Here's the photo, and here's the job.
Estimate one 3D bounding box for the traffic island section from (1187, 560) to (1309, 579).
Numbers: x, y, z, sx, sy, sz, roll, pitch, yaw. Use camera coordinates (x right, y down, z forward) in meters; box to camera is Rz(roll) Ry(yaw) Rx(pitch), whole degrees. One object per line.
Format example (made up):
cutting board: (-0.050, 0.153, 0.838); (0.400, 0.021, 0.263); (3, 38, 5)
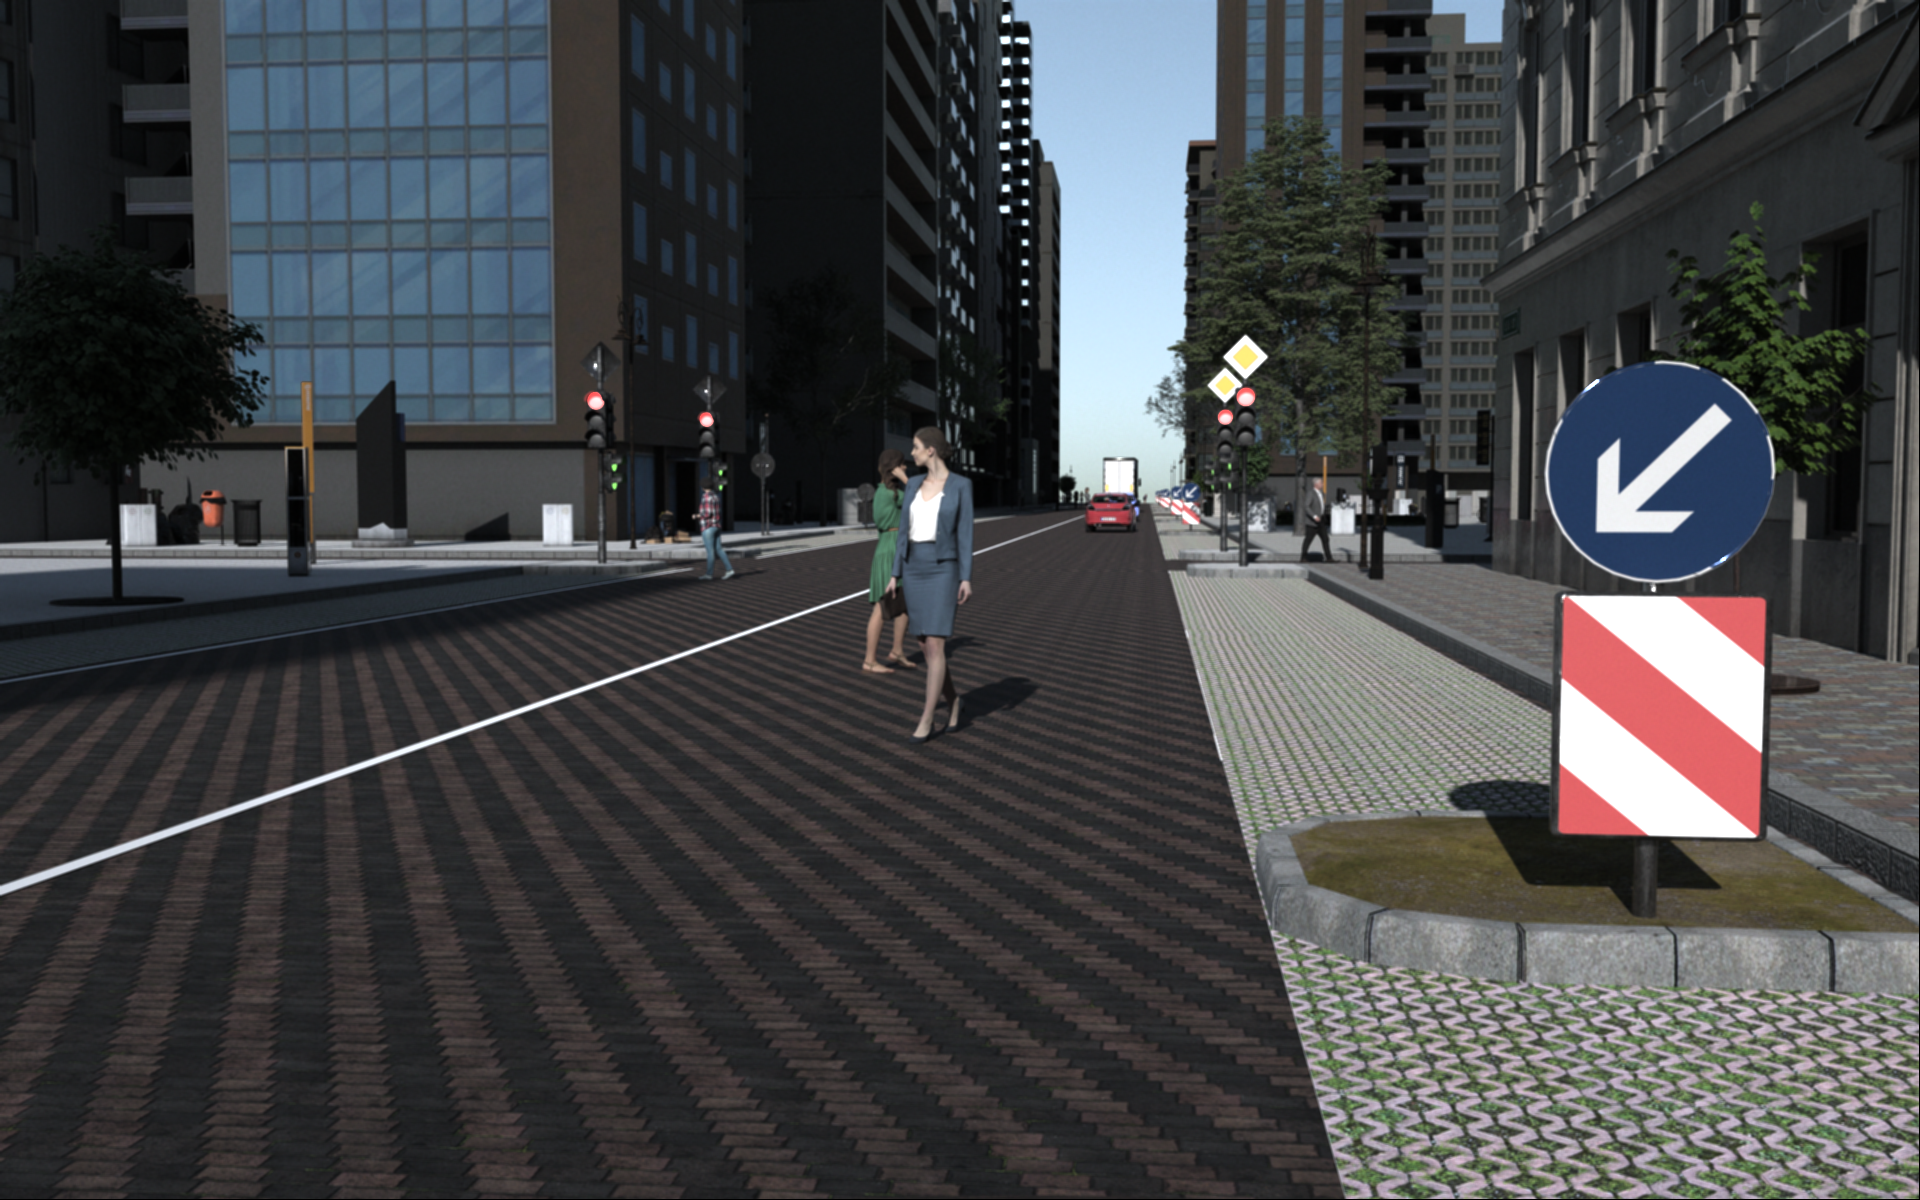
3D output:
traffic island section: (5.049, -0.517, 30.732); (2.009, 0.180, 2.903); (0, 4, 6)

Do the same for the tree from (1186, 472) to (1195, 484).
tree: (17.439, -8.144, 127.755); (1.663, 3.219, 1.824); (0, 3, 0)

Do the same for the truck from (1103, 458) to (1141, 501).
truck: (12.969, -9.173, 138.893); (2.839, 4.237, 11.283); (0, 4, 7)

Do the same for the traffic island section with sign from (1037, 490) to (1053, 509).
traffic island section with sign: (7.849, -9.613, 165.804); (1.989, 1.847, 2.006); (0, 4, 6)

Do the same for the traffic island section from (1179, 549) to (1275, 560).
traffic island section: (5.907, -1.002, 38.671); (2.009, 0.180, 2.903); (0, 4, 6)

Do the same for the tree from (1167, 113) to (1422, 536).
tree: (10.148, -8.231, 52.706); (7.486, 12.596, 7.792); (0, 3, 0)

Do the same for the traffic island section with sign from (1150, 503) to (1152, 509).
traffic island section with sign: (16.337, -7.924, 138.185); (1.989, 1.847, 2.006); (0, 4, 6)

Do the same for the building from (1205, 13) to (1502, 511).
building: (37.013, -27.706, 144.879); (32.217, 40.220, 23.993); (0, 4, 6)

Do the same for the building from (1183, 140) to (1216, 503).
building: (38.461, -34.001, 210.547); (22.147, 44.769, 28.867); (0, 4, 6)

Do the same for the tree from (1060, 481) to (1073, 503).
tree: (15.603, -16.069, 257.333); (1.663, 3.219, 1.824); (0, 3, 0)

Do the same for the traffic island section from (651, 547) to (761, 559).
traffic island section: (-5.766, -1.080, 39.933); (2.009, 0.180, 2.903); (0, 4, 6)

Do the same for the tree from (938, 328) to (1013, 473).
tree: (-0.580, -11.040, 106.267); (9.928, 11.665, 9.643); (0, 3, 0)

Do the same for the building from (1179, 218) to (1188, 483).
building: (44.511, -38.835, 254.552); (23.786, 49.044, 30.456); (0, 4, 6)

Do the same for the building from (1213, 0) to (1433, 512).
building: (25.876, -29.130, 126.393); (14.600, 45.320, 14.200); (0, 4, 6)

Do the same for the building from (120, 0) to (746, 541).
building: (-15.095, -24.637, 52.931); (14.600, 45.320, 14.200); (0, 4, 6)

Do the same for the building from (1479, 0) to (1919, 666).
building: (14.441, -14.039, 5.952); (17.030, 29.872, 44.131); (0, 4, 6)

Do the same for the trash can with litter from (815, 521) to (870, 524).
trash can with litter: (-5.099, -3.871, 74.348); (2.233, 1.210, 1.678); (1, 4, 16)

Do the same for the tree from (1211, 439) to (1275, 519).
tree: (14.641, -6.483, 89.710); (4.285, 4.588, 4.351); (0, 3, 0)

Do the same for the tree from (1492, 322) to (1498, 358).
tree: (20.569, -6.746, 60.655); (4.737, 8.622, 4.395); (0, 3, 0)

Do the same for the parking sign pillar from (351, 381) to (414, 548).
parking sign pillar: (-13.927, -3.255, 41.687); (1.447, 3.967, 1.447); (2, 4, 33)

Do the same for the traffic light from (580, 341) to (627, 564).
traffic light: (-6.585, -2.626, 31.855); (0.839, 4.253, 0.868); (0, 4, 6)

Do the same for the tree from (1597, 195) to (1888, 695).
tree: (5.146, -1.022, 11.319); (1.663, 3.219, 1.824); (0, 3, 0)

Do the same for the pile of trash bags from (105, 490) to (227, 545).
pile of trash bags: (-19.928, -2.089, 43.900); (3.447, 1.369, 1.912); (2, 4, 24)

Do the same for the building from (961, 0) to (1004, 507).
building: (-10.355, -34.880, 159.523); (28.713, 52.752, 27.495); (0, 4, 6)

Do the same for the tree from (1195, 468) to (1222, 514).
tree: (16.416, -7.169, 111.811); (1.663, 3.219, 1.824); (0, 3, 0)

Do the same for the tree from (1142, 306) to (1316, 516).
tree: (16.096, -11.742, 102.357); (12.009, 13.543, 11.850); (0, 3, 0)

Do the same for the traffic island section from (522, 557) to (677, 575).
traffic island section: (-6.624, -0.594, 31.994); (2.009, 0.180, 2.903); (0, 4, 6)

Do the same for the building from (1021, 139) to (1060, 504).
building: (2.707, -37.745, 240.827); (21.300, 48.544, 21.600); (0, 4, 6)

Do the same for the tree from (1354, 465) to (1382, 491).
tree: (21.798, -5.899, 91.044); (1.663, 3.219, 1.824); (0, 3, 0)

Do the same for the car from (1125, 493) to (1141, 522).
car: (8.601, -5.021, 91.683); (1.945, 1.707, 3.694); (0, 4, 4)

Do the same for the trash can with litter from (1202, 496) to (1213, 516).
trash can with litter: (14.159, -5.360, 99.030); (0.624, 1.170, 1.055); (0, 4, 8)

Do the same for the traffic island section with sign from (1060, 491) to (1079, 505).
traffic island section with sign: (13.745, -12.957, 220.470); (1.989, 1.847, 2.006); (0, 4, 6)

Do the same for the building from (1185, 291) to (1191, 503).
building: (37.490, -28.245, 233.506); (14.160, 30.474, 14.107); (0, 4, 6)

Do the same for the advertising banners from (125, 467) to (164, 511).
advertising banners: (-21.899, -3.072, 46.410); (0.090, 3.025, 2.074); (0, 4, 2)

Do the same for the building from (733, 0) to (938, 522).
building: (-12.970, -28.553, 90.541); (21.300, 48.544, 21.600); (0, 4, 6)

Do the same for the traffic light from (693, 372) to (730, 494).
traffic light: (-5.727, -3.111, 39.794); (0.839, 4.253, 0.868); (0, 4, 6)

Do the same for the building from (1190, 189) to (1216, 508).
building: (29.682, -24.106, 165.829); (14.160, 30.474, 14.107); (0, 4, 6)

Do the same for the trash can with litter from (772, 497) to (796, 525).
trash can with litter: (-7.282, -3.665, 71.312); (1.055, 1.170, 0.624); (2, 4, 30)

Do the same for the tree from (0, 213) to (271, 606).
tree: (-10.052, -2.242, 20.365); (4.285, 4.588, 4.351); (0, 3, 0)

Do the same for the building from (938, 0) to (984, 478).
building: (-10.783, -31.251, 130.556); (23.786, 49.044, 30.456); (0, 4, 6)

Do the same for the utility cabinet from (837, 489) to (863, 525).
utility cabinet: (-4.481, -3.774, 70.377); (0.318, 1.500, 1.173); (3, 5, 40)

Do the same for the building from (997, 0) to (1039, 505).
building: (-1.030, -55.107, 213.667); (22.319, 86.520, 31.000); (0, 4, 6)

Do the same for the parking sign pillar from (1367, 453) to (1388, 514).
parking sign pillar: (24.647, -6.982, 102.635); (1.447, 3.967, 1.447); (1, 4, 22)

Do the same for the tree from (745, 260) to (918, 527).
tree: (-5.192, -8.182, 68.185); (8.767, 10.594, 7.601); (2, 4, 32)

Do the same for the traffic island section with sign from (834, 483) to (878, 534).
traffic island section with sign: (-3.376, -3.266, 62.027); (1.989, 1.847, 2.006); (0, 4, 6)

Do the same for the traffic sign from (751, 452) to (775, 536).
traffic sign: (-6.043, -3.237, 53.029); (0.768, 2.556, 0.104); (1, 4, 10)

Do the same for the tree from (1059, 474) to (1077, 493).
tree: (16.463, -17.400, 268.202); (4.285, 4.588, 4.351); (0, 3, 0)

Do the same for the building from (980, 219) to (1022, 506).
building: (-1.027, -25.054, 181.339); (14.160, 30.474, 14.107); (0, 4, 6)

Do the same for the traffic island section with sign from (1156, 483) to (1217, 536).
traffic island section with sign: (7.906, -3.154, 60.196); (1.989, 1.847, 2.006); (0, 4, 6)

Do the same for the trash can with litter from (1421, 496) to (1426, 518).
trash can with litter: (20.976, -4.175, 79.326); (2.233, 1.210, 1.678); (-2, 4, -32)

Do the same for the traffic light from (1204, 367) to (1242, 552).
traffic light: (5.868, -3.036, 38.561); (0.839, 4.253, 0.868); (0, 4, 6)

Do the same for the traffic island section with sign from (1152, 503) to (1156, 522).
traffic island section with sign: (10.873, -4.832, 87.628); (1.989, 1.847, 2.006); (0, 4, 6)

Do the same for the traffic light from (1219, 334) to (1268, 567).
traffic light: (5.010, -2.551, 30.622); (0.839, 4.253, 0.868); (0, 4, 6)

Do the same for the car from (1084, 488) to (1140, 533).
car: (5.778, -3.489, 66.083); (2.155, 1.783, 4.494); (0, 4, 8)

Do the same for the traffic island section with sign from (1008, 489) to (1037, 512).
traffic island section with sign: (4.907, -7.952, 138.642); (1.989, 1.847, 2.006); (0, 4, 6)

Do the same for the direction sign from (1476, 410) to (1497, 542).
direction sign: (14.359, -3.348, 46.739); (0.876, 3.537, 0.379); (3, 4, 38)

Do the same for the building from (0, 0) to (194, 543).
building: (-31.179, -22.378, 49.474); (14.086, 41.232, 14.154); (0, 4, 6)

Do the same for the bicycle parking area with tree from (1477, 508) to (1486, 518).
bicycle parking area with tree: (28.478, -5.738, 80.822); (9.016, 4.147, 8.231); (2, 4, 24)

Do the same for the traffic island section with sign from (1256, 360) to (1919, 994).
traffic island section with sign: (2.057, 0.164, 5.945); (1.989, 1.847, 2.006); (0, 4, 6)
